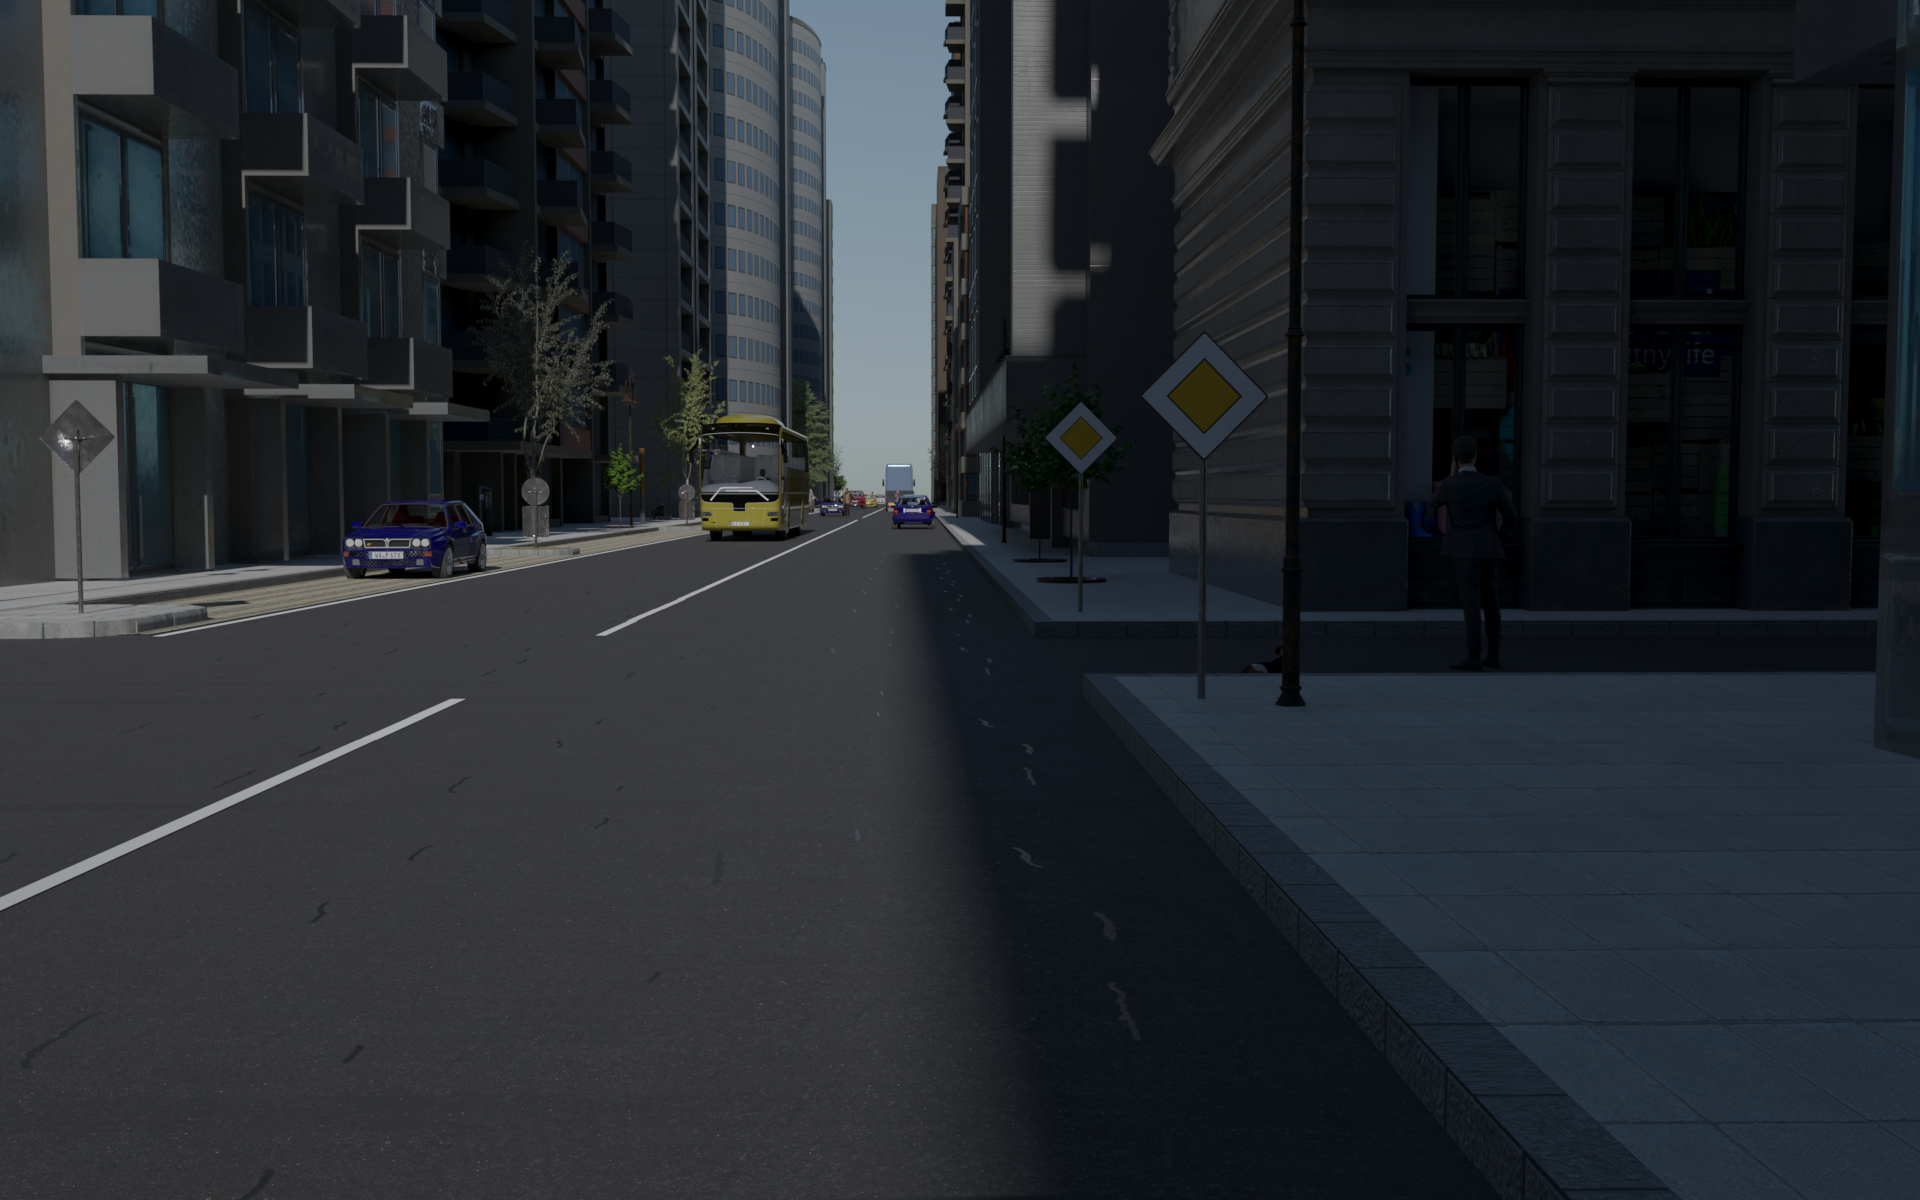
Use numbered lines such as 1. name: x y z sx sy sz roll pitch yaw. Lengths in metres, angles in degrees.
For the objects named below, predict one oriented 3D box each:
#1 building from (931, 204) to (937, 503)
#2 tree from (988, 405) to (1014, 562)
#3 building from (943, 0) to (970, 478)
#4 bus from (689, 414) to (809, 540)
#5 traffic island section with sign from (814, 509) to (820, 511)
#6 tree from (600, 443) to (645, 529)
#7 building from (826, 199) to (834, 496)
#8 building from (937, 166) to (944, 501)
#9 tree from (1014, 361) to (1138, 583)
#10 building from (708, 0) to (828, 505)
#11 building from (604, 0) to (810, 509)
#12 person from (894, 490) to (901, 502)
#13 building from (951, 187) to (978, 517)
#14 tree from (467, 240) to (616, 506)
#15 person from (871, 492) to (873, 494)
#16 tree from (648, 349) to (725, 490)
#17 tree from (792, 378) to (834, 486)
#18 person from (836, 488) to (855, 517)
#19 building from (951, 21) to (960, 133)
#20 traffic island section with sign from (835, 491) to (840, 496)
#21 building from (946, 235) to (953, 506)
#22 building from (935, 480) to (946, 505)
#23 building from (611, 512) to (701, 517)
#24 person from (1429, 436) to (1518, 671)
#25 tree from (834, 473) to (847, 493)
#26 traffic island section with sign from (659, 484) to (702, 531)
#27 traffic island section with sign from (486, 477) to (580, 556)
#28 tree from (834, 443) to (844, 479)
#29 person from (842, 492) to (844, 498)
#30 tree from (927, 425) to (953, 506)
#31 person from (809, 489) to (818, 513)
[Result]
1. building: 2.916 -34.400 246.028 14.154 41.232 14.086 0 4 -1
2. tree: 1.567 -2.326 32.625 1.663 3.219 1.824 0 3 0
3. building: 9.794 -29.741 140.885 22.147 44.769 28.867 0 4 -1
4. bus: -6.628 -4.001 56.963 2.896 3.916 12.252 0 4 -1
5. traffic island section with sign: -12.690 -8.344 145.055 1.989 1.847 2.006 0 4 -1
6. tree: -12.612 -4.302 64.939 1.663 3.219 1.824 0 3 0
7. building: -24.396 -33.627 233.399 14.154 41.232 14.086 0 4 -1
8. building: 3.879 -35.513 230.749 14.600 45.320 14.200 0 4 -1
9. tree: 1.763 -1.876 25.267 1.663 3.219 1.824 0 3 0
10. building: -27.509 -40.958 211.660 21.231 58.520 28.212 0 4 -1
11. building: -26.865 -45.755 186.342 20.563 71.187 20.611 0 4 -1
12. person: -4.750 -7.606 133.389 0.617 1.759 0.750 -1 4 -18
13. building: 13.558 -16.352 112.391 27.650 21.520 28.899 0 4 -1
14. tree: -12.482 -6.177 51.356 4.360 8.622 3.978 0 3 0
15. person: -10.792 -12.586 214.994 0.721 1.735 1.217 -3 4 -36
16. tree: -13.999 -8.450 88.527 4.737 8.622 4.395 0 3 0
17. tree: -16.250 -15.399 169.904 7.486 12.596 7.792 0 3 0
18. person: -6.996 -6.007 106.810 1.348 1.812 0.705 2 4 27
19. building: 6.191 -31.344 162.581 14.600 45.320 14.200 0 4 -1
20. traffic island section with sign: -14.116 -11.741 200.589 1.989 1.847 2.006 0 4 -1
21. building: 5.474 -25.736 192.488 14.160 30.474 14.107 0 4 -1
22. building: 12.930 -31.801 211.819 32.217 40.220 23.993 0 4 -1
23. building: -23.541 -40.646 102.812 20.563 71.187 20.611 0 4 -1
24. person: 4.176 -0.386 14.174 0.648 1.900 0.474 -1 4 -16
25. tree: -17.896 -16.347 250.985 4.285 4.588 4.351 0 3 0
26. traffic island section with sign: -10.732 -3.638 68.115 1.989 1.847 2.006 0 4 -1
27. traffic island section with sign: -10.016 -1.958 40.649 1.989 1.847 2.006 0 4 -1
28. tree: -18.164 -18.018 244.962 4.360 8.622 3.978 0 3 0
29. person: -13.265 -11.488 197.253 0.530 1.710 0.541 2 4 31
30. tree: -1.347 -14.085 180.655 4.360 8.622 3.978 0 3 0
31. person: -11.327 -7.436 130.077 1.348 1.824 0.705 0 4 4
